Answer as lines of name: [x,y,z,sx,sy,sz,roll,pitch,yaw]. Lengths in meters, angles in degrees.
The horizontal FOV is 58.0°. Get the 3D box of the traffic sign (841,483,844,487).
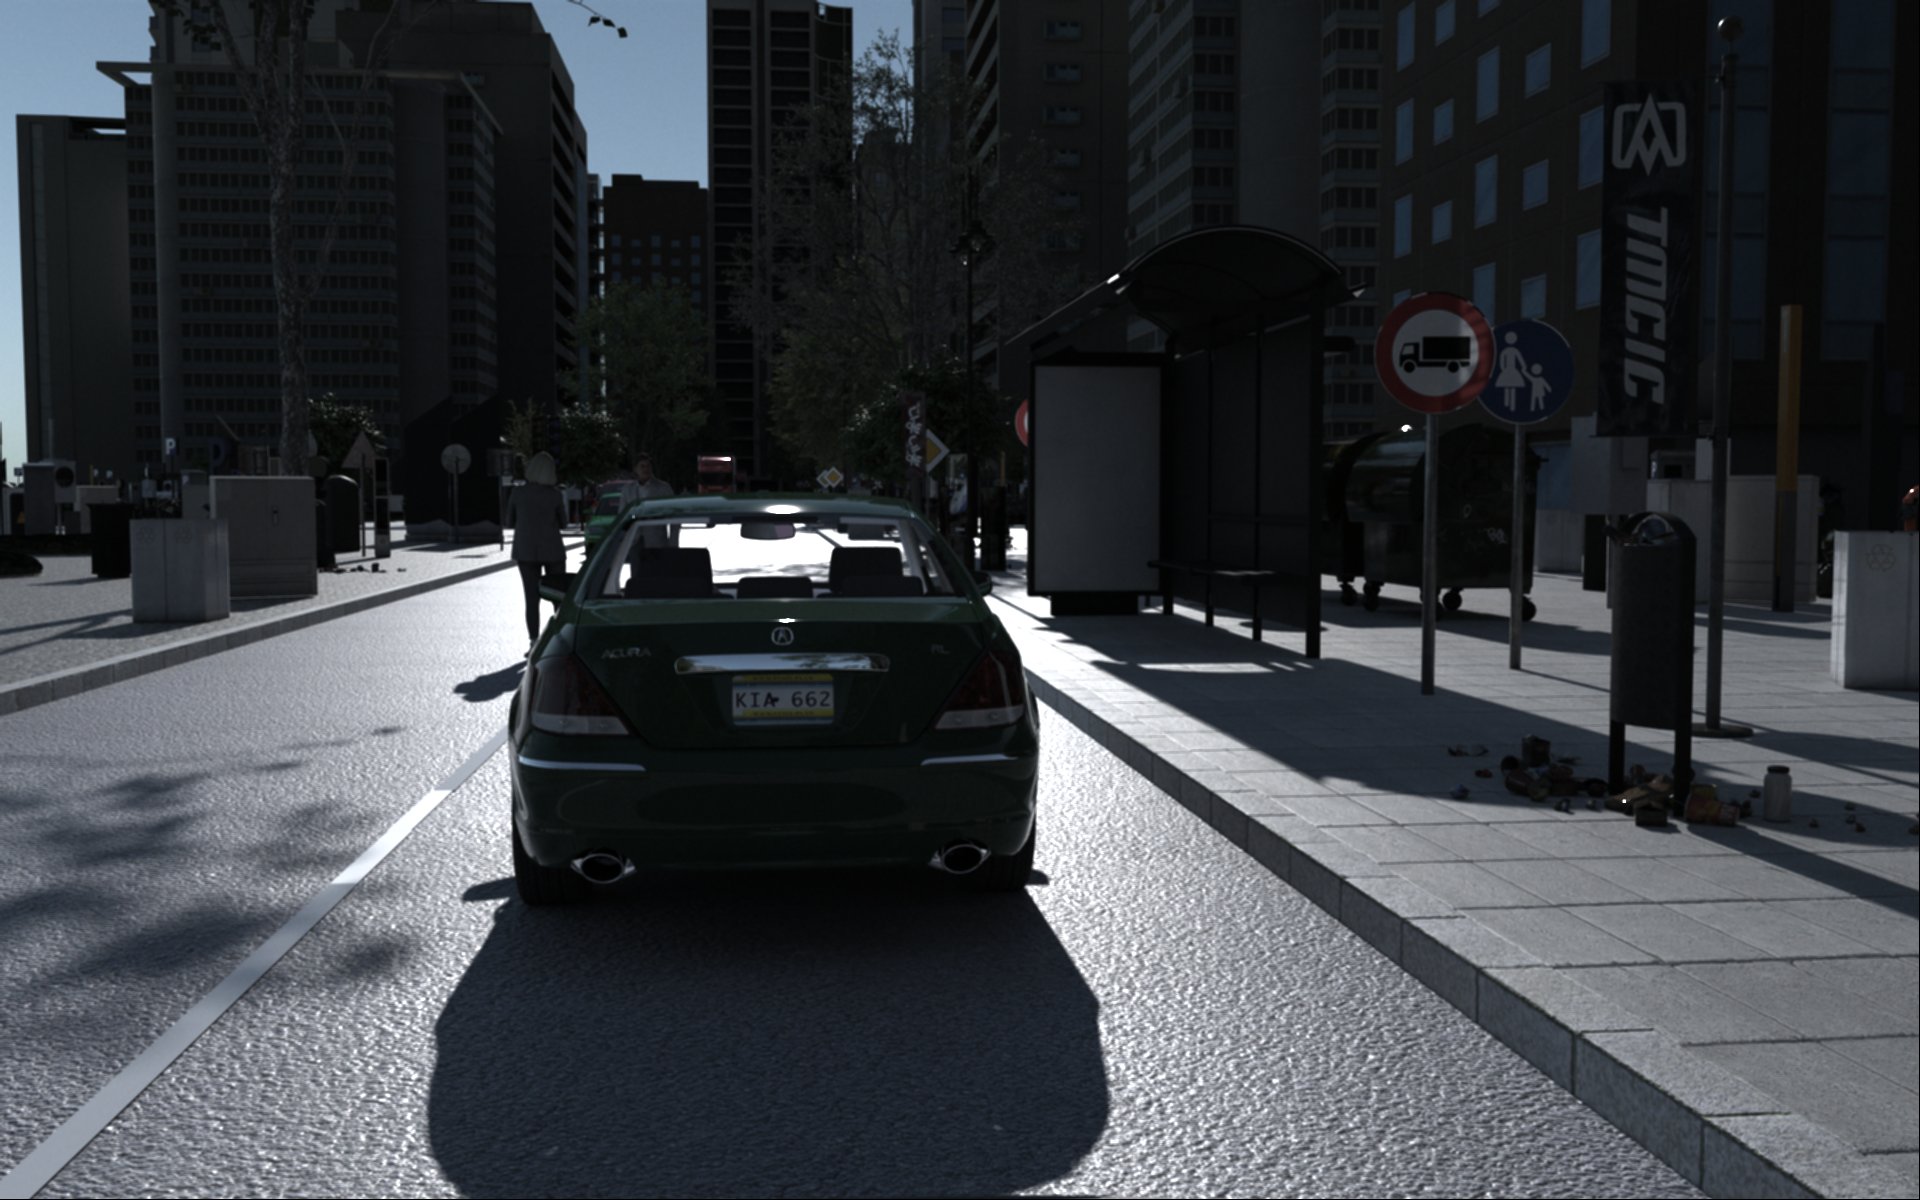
traffic sign: [-6.755,-6.142,101.611,0.795,2.450,0.064,0,4,1]

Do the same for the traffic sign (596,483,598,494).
traffic sign: [-15.633,-4.562,74.698,0.768,2.556,0.104,0,4,-4]

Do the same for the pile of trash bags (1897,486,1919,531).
pile of trash bags: [10.416,-0.388,16.097,1.912,1.369,3.447,-2,4,-30]

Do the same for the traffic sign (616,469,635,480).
traffic sign: [-13.388,-4.013,69.251,0.795,2.450,0.064,0,4,-6]

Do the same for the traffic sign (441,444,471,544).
traffic sign: [-12.811,-2.686,44.028,0.768,2.556,0.104,0,4,3]

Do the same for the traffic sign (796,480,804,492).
traffic sign: [-13.121,-8.722,142.705,0.768,2.556,0.104,0,4,-3]

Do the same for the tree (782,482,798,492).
tree: [-16.849,-13.891,177.472,4.360,8.622,3.978,0,3,0]

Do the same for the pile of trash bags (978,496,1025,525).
pile of trash bags: [2.646,-3.822,72.243,3.447,1.369,1.912,-1,4,-16]

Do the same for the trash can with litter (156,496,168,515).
trash can with litter: [-32.192,-3.634,70.479,2.233,1.210,1.678,1,4,13]

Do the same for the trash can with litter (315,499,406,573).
trash can with litter: [-10.267,-1.057,28.334,2.233,1.210,1.678,0,4,-7]

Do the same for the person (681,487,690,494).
person: [-14.905,-5.237,94.136,0.660,1.820,0.620,-2,4,-24]

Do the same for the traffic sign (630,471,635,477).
traffic sign: [-17.852,-5.813,95.147,0.768,2.556,0.104,0,4,-3]

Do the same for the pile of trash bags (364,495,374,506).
pile of trash bags: [-45.072,-7.515,132.616,1.912,1.369,3.447,1,4,20]

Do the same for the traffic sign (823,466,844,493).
traffic sign: [-4.541,-3.581,62.195,0.795,2.450,0.064,0,4,-6]

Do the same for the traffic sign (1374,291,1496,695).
traffic sign: [2.995,-0.667,11.014,0.768,2.556,0.104,0,4,1]

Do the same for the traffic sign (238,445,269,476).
traffic sign: [-14.822,-2.094,36.369,0.606,2.300,0.079,0,4,-6]

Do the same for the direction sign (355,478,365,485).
direction sign: [-38.378,-7.236,110.305,0.876,3.537,0.379,-1,4,-16]

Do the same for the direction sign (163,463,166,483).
direction sign: [-58.036,-8.221,126.408,0.379,3.537,0.876,-1,4,-14]

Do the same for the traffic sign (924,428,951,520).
traffic sign: [-0.560,-1.785,30.366,0.795,2.450,0.064,0,4,-4]

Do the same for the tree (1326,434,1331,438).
tree: [11.861,-3.739,55.733,1.663,3.219,1.824,0,3,0]

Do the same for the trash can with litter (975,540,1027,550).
trash can with litter: [0.836,-1.831,40.990,1.678,1.210,2.233,0,4,-4]

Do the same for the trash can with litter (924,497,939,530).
trash can with litter: [-1.106,-3.038,61.057,0.624,1.170,1.055,-1,4,-21]

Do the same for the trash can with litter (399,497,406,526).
trash can with litter: [-22.127,-3.592,70.121,0.624,1.170,1.055,2,4,28]

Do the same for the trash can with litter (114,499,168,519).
trash can with litter: [-19.299,-1.785,40.564,0.624,1.170,1.055,3,5,40]

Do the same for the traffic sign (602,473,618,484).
traffic sign: [-12.487,-3.527,61.316,0.795,2.450,0.064,0,4,-6]

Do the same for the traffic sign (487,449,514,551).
traffic sign: [-10.368,-2.264,39.139,0.606,2.300,0.079,0,4,0]

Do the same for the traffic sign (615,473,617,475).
traffic sign: [-20.467,-6.304,103.079,0.884,2.594,0.081,0,4,3]

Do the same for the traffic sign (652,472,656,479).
traffic sign: [-16.247,-5.565,90.991,0.884,2.594,0.081,0,4,-5]

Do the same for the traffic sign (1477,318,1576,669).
traffic sign: [4.082,-0.768,12.658,0.768,2.556,0.104,0,4,-1]

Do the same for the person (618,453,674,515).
person: [-3.139,-0.562,17.536,0.661,1.843,0.795,1,4,8]

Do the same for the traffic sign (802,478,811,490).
traffic sign: [-12.272,-8.487,138.758,0.884,2.594,0.081,0,4,2]

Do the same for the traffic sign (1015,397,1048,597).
traffic sign: [1.058,-1.310,21.524,0.768,2.556,0.104,0,4,-6]

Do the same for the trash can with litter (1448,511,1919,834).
trash can with litter: [2.879,0.218,7.496,1.678,1.210,2.233,-1,4,-8]

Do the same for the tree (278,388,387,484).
tree: [-19.492,-4.282,53.731,4.285,4.588,4.351,0,3,0]

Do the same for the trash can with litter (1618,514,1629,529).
trash can with litter: [11.036,-1.072,28.910,1.055,1.170,0.624,-3,5,-43]

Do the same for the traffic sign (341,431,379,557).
traffic sign: [-12.245,-2.171,35.501,0.884,2.594,0.081,0,4,-2]

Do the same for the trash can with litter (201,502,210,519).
trash can with litter: [-10.077,-0.786,24.239,1.055,1.170,0.624,0,4,-1]

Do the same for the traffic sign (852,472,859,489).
traffic sign: [-6.090,-6.008,98.338,0.768,2.556,0.104,0,4,-3]

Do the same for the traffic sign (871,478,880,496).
traffic sign: [-3.404,-4.272,71.038,0.795,2.450,0.064,0,4,3]

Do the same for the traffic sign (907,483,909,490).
traffic sign: [-1.880,-3.841,62.900,0.768,2.556,0.104,0,4,3]

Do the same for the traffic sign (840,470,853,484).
traffic sign: [-6.046,-5.608,91.802,0.768,2.556,0.104,0,4,-4]

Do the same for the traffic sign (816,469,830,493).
traffic sign: [-5.443,-4.066,70.129,0.795,2.450,0.064,0,4,-6]

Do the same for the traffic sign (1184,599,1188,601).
traffic sign: [2.737,-1.265,20.794,0.768,2.556,0.104,0,4,1]

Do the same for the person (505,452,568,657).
person: [-3.732,-0.406,15.321,0.537,1.800,0.526,0,4,-3]

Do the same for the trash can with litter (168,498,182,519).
trash can with litter: [-21.340,-2.131,46.227,1.055,1.170,0.624,1,4,11]

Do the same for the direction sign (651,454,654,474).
direction sign: [-17.505,-6.523,98.647,0.379,3.537,0.876,0,4,-3]

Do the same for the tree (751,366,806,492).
tree: [-14.670,-15.675,162.935,9.857,13.997,8.962,0,3,0]

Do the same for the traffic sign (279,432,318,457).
traffic sign: [-12.849,-2.050,33.628,0.768,2.556,0.104,0,4,3]
